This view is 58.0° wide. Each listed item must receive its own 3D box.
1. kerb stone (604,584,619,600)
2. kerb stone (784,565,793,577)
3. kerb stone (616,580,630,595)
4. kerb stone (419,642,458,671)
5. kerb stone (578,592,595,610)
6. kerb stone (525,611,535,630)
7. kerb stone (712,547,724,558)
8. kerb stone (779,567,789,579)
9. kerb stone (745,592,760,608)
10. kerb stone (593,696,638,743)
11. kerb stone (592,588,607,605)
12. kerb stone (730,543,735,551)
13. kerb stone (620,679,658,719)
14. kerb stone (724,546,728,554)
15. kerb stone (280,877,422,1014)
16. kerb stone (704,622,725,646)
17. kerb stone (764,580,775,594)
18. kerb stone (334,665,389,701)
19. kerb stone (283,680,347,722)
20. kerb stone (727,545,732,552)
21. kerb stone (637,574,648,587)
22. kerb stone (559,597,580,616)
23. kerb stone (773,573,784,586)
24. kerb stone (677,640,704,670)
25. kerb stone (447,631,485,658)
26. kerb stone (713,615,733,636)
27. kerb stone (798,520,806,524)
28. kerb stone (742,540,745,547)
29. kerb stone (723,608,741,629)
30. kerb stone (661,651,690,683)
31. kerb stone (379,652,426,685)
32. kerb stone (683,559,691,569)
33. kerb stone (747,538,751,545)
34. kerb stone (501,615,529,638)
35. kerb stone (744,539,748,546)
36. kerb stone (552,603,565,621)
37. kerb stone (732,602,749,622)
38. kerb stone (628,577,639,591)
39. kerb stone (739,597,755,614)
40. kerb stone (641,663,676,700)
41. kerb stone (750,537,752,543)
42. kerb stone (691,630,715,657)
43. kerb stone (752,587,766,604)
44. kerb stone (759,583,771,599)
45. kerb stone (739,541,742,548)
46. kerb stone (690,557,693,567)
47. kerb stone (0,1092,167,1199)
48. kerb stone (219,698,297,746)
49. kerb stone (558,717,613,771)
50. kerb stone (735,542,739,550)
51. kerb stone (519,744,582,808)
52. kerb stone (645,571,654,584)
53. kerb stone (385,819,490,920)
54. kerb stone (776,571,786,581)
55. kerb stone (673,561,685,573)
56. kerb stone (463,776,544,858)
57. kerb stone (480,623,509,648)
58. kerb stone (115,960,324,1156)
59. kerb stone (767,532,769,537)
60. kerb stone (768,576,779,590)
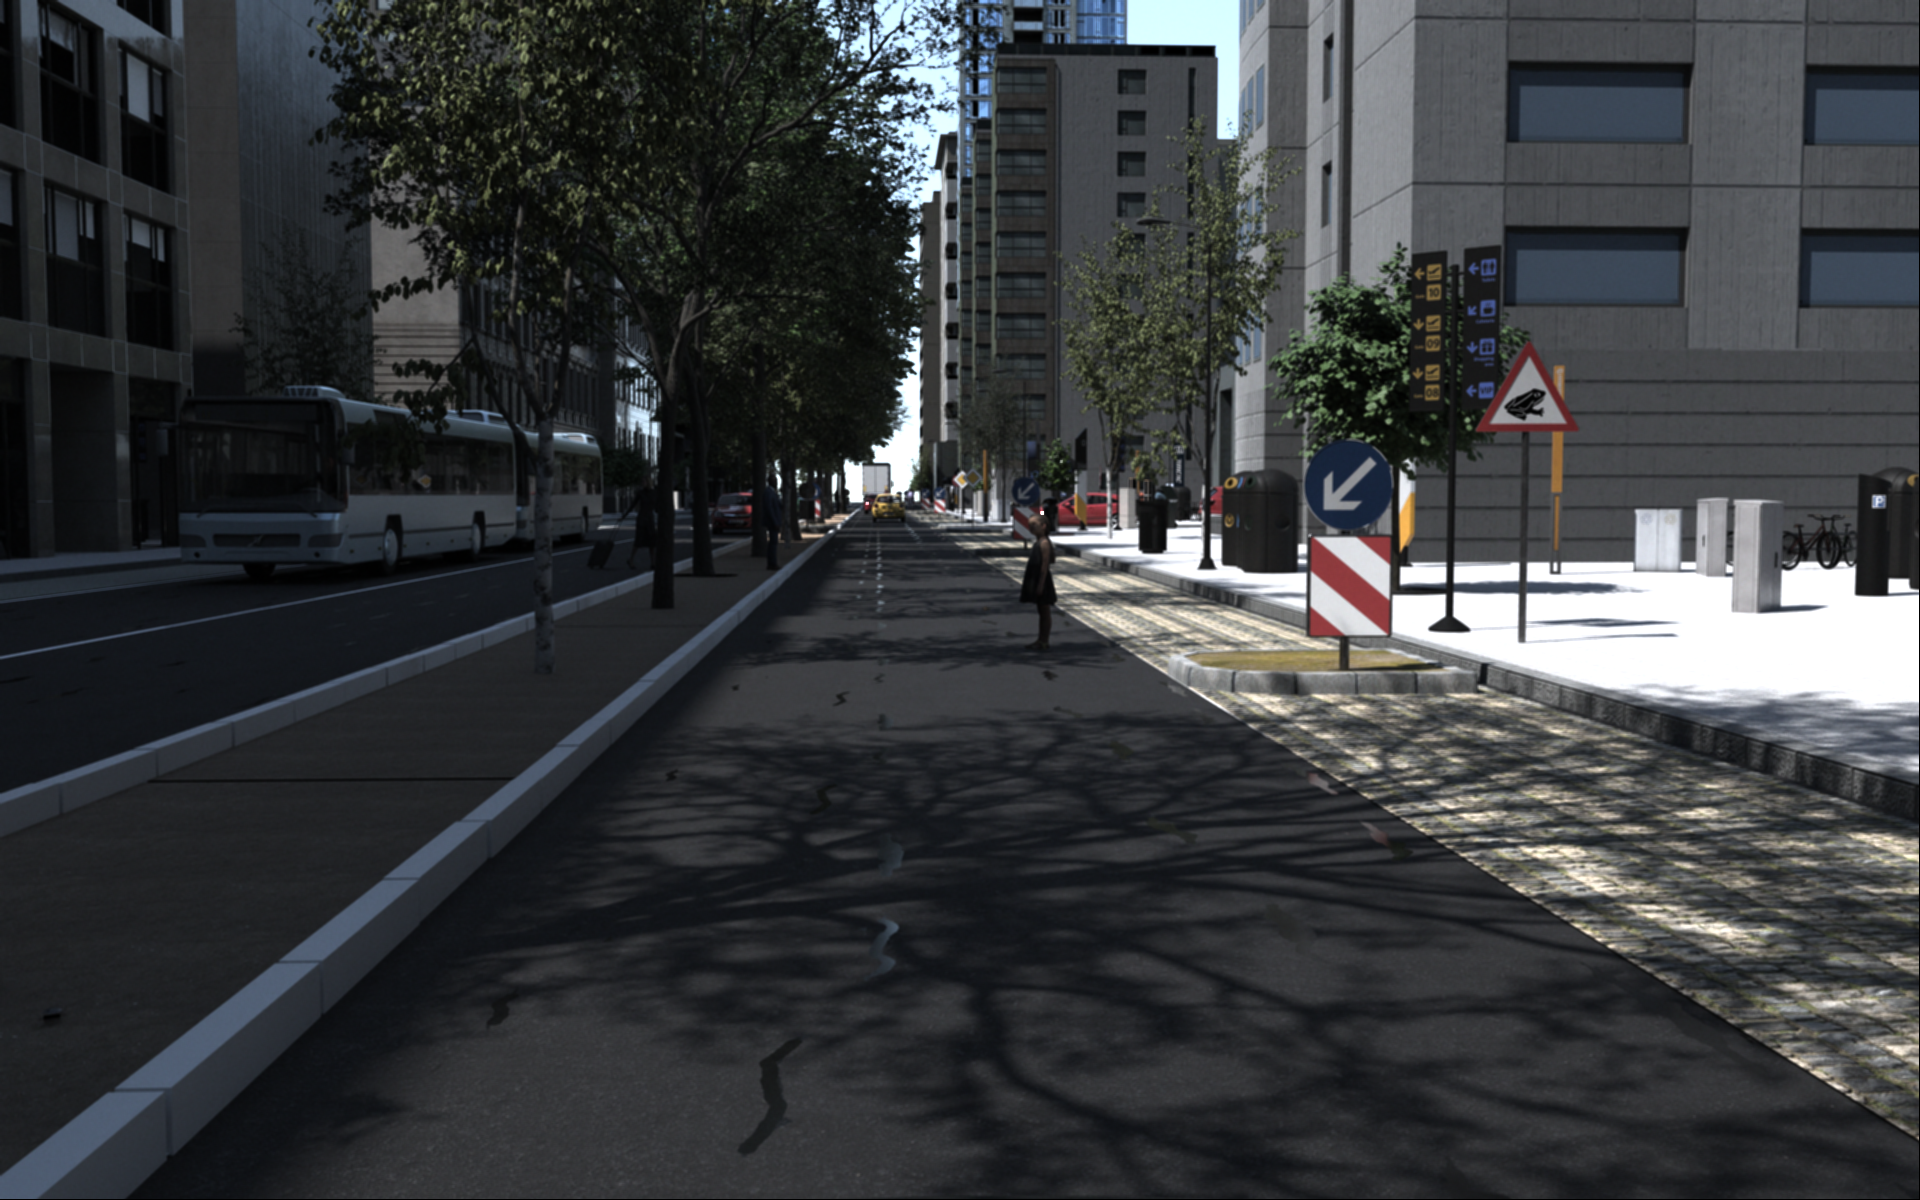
[{"bbox_3d":[-4.815,-0.085,23.586,0.120,0.150,1.000,0,4,-3],"label":"kerb stone"},{"bbox_3d":[-3.008,-0.464,29.854,0.120,0.150,1.000,0,4,-3],"label":"kerb stone"},{"bbox_3d":[-4.855,-0.148,24.607,0.120,0.150,1.000,0,4,-3],"label":"kerb stone"},{"bbox_3d":[-4.370,0.483,14.361,0.120,0.150,1.000,0,4,-3],"label":"kerb stone"},{"bbox_3d":[-4.716,0.040,21.537,0.120,0.150,1.000,0,4,-3],"label":"kerb stone"},{"bbox_3d":[-4.570,0.228,18.466,0.120,0.150,1.000,0,4,-3],"label":"kerb stone"},{"bbox_3d":[-5.601,-1.084,39.980,0.120,0.150,1.000,0,4,-3],"label":"kerb stone"},{"bbox_3d":[-2.969,-0.406,28.832,0.120,0.150,1.000,0,4,-3],"label":"kerb stone"},{"bbox_3d":[-2.623,0.034,21.644,0.120,0.150,1.000,0,4,-3],"label":"kerb stone"},{"bbox_3d":[-2.077,0.725,10.388,0.120,0.150,1.000,0,4,-3],"label":"kerb stone"},{"bbox_3d":[-4.766,-0.022,22.558,0.120,0.150,1.000,0,4,-3],"label":"kerb stone"},{"bbox_3d":[-5.750,-1.276,43.065,0.120,0.150,1.000,0,4,-3],"label":"kerb stone"},{"bbox_3d":[-2.128,0.665,11.409,0.120,0.150,1.000,0,4,-3],"label":"kerb stone"},{"bbox_3d":[-5.654,-1.150,41.006,0.120,0.150,1.000,0,4,-3],"label":"kerb stone"},{"bbox_3d":[-1.836,1.036,5.263,0.120,0.150,1.000,0,4,-3],"label":"kerb stone"},{"bbox_3d":[-2.374,0.347,16.517,0.120,0.150,1.000,0,4,-3],"label":"kerb stone"},{"bbox_3d":[-2.761,-0.154,24.719,0.120,0.150,1.000,0,4,-3],"label":"kerb stone"},{"bbox_3d":[-4.282,0.604,12.314,0.120,0.150,1.000,0,4,-3],"label":"kerb stone"},{"bbox_3d":[-4.225,0.667,11.285,0.120,0.150,1.000,0,4,-3],"label":"kerb stone"},{"bbox_3d":[-5.701,-1.202,42.037,0.120,0.150,1.000,0,4,-3],"label":"kerb stone"},{"bbox_3d":[-4.963,-0.270,26.657,0.120,0.150,1.000,0,4,-3],"label":"kerb stone"},{"bbox_3d":[-4.680,0.103,20.515,0.120,0.150,1.000,0,4,-3],"label":"kerb stone"},{"bbox_3d":[-2.855,-0.280,26.773,0.120,0.150,1.000,0,4,-3],"label":"kerb stone"},{"bbox_3d":[-2.275,0.472,14.472,0.120,0.150,1.000,0,4,-3],"label":"kerb stone"},{"bbox_3d":[-4.421,0.416,15.392,0.120,0.150,1.000,0,4,-3],"label":"kerb stone"},{"bbox_3d":[-2.426,0.285,17.541,0.120,0.150,1.000,0,4,-3],"label":"kerb stone"},{"bbox_3d":[-7.783,-3.878,85.604,0.120,0.150,1.000,0,4,-3],"label":"kerb stone"},{"bbox_3d":[-5.896,-1.465,46.141,0.120,0.150,1.000,0,4,-3],"label":"kerb stone"},{"bbox_3d":[-2.476,0.225,18.572,0.120,0.150,1.000,0,4,-3],"label":"kerb stone"},{"bbox_3d":[-2.228,0.535,13.451,0.120,0.150,1.000,0,4,-3],"label":"kerb stone"},{"bbox_3d":[-4.325,0.542,13.336,0.120,0.150,1.000,0,4,-3],"label":"kerb stone"},{"bbox_3d":[-5.258,-0.649,32.802,0.120,0.150,1.000,0,4,-3],"label":"kerb stone"},{"bbox_3d":[-5.989,-1.585,48.184,0.120,0.150,1.000,0,4,-3],"label":"kerb stone"},{"bbox_3d":[-4.525,0.291,17.437,0.120,0.150,1.000,0,4,-3],"label":"kerb stone"},{"bbox_3d":[-5.943,-1.527,47.162,0.120,0.150,1.000,0,4,-3],"label":"kerb stone"},{"bbox_3d":[-4.622,0.166,19.487,0.120,0.150,1.000,0,4,-3],"label":"kerb stone"},{"bbox_3d":[-2.516,0.159,19.600,0.120,0.150,1.000,0,4,-3],"label":"kerb stone"},{"bbox_3d":[-4.916,-0.205,25.628,0.120,0.150,1.000,0,4,-3],"label":"kerb stone"},{"bbox_3d":[-2.572,0.096,20.621,0.120,0.150,1.000,0,4,-3],"label":"kerb stone"},{"bbox_3d":[-2.179,0.597,12.430,0.120,0.150,1.000,0,4,-3],"label":"kerb stone"},{"bbox_3d":[-6.044,-1.652,49.204,0.120,0.150,1.000,0,4,-3],"label":"kerb stone"},{"bbox_3d":[-2.324,0.410,15.493,0.120,0.150,1.000,0,4,-3],"label":"kerb stone"},{"bbox_3d":[-2.668,-0.029,22.667,0.120,0.150,1.000,0,4,-3],"label":"kerb stone"},{"bbox_3d":[-2.710,-0.091,23.691,0.120,0.150,1.000,0,4,-3],"label":"kerb stone"},{"bbox_3d":[-5.847,-1.399,45.120,0.120,0.150,1.000,0,4,-3],"label":"kerb stone"},{"bbox_3d":[-5.306,-0.711,33.823,0.120,0.150,1.000,0,4,-3],"label":"kerb stone"},{"bbox_3d":[-1.742,1.161,3.220,0.120,0.150,1.000,0,4,-3],"label":"kerb stone"},{"bbox_3d":[-4.172,0.730,10.259,0.120,0.150,1.000,0,4,-3],"label":"kerb stone"},{"bbox_3d":[-2.031,0.786,9.367,0.120,0.150,1.000,0,4,-3],"label":"kerb stone"},{"bbox_3d":[-5.800,-1.336,44.086,0.120,0.150,1.000,0,4,-3],"label":"kerb stone"},{"bbox_3d":[-1.978,0.853,8.343,0.120,0.150,1.000,0,4,-3],"label":"kerb stone"},{"bbox_3d":[-5.017,-0.336,27.685,0.120,0.150,1.000,0,4,-3],"label":"kerb stone"},{"bbox_3d":[-1.890,0.973,6.289,0.120,0.150,1.000,0,4,-3],"label":"kerb stone"},{"bbox_3d":[-2.914,-0.335,27.797,0.120,0.150,1.000,0,4,-3],"label":"kerb stone"},{"bbox_3d":[-5.216,-0.585,31.781,0.120,0.150,1.000,0,4,-3],"label":"kerb stone"},{"bbox_3d":[-1.926,0.910,7.311,0.120,0.150,1.000,0,4,-3],"label":"kerb stone"},{"bbox_3d":[-4.466,0.356,16.413,0.120,0.150,1.000,0,4,-3],"label":"kerb stone"},{"bbox_3d":[-1.788,1.098,4.242,0.120,0.150,1.000,0,4,-3],"label":"kerb stone"},{"bbox_3d":[-6.578,-2.341,60.478,0.120,0.150,1.000,0,4,-3],"label":"kerb stone"},{"bbox_3d":[-2.814,-0.217,25.748,0.120,0.150,1.000,0,4,-3],"label":"kerb stone"}]
